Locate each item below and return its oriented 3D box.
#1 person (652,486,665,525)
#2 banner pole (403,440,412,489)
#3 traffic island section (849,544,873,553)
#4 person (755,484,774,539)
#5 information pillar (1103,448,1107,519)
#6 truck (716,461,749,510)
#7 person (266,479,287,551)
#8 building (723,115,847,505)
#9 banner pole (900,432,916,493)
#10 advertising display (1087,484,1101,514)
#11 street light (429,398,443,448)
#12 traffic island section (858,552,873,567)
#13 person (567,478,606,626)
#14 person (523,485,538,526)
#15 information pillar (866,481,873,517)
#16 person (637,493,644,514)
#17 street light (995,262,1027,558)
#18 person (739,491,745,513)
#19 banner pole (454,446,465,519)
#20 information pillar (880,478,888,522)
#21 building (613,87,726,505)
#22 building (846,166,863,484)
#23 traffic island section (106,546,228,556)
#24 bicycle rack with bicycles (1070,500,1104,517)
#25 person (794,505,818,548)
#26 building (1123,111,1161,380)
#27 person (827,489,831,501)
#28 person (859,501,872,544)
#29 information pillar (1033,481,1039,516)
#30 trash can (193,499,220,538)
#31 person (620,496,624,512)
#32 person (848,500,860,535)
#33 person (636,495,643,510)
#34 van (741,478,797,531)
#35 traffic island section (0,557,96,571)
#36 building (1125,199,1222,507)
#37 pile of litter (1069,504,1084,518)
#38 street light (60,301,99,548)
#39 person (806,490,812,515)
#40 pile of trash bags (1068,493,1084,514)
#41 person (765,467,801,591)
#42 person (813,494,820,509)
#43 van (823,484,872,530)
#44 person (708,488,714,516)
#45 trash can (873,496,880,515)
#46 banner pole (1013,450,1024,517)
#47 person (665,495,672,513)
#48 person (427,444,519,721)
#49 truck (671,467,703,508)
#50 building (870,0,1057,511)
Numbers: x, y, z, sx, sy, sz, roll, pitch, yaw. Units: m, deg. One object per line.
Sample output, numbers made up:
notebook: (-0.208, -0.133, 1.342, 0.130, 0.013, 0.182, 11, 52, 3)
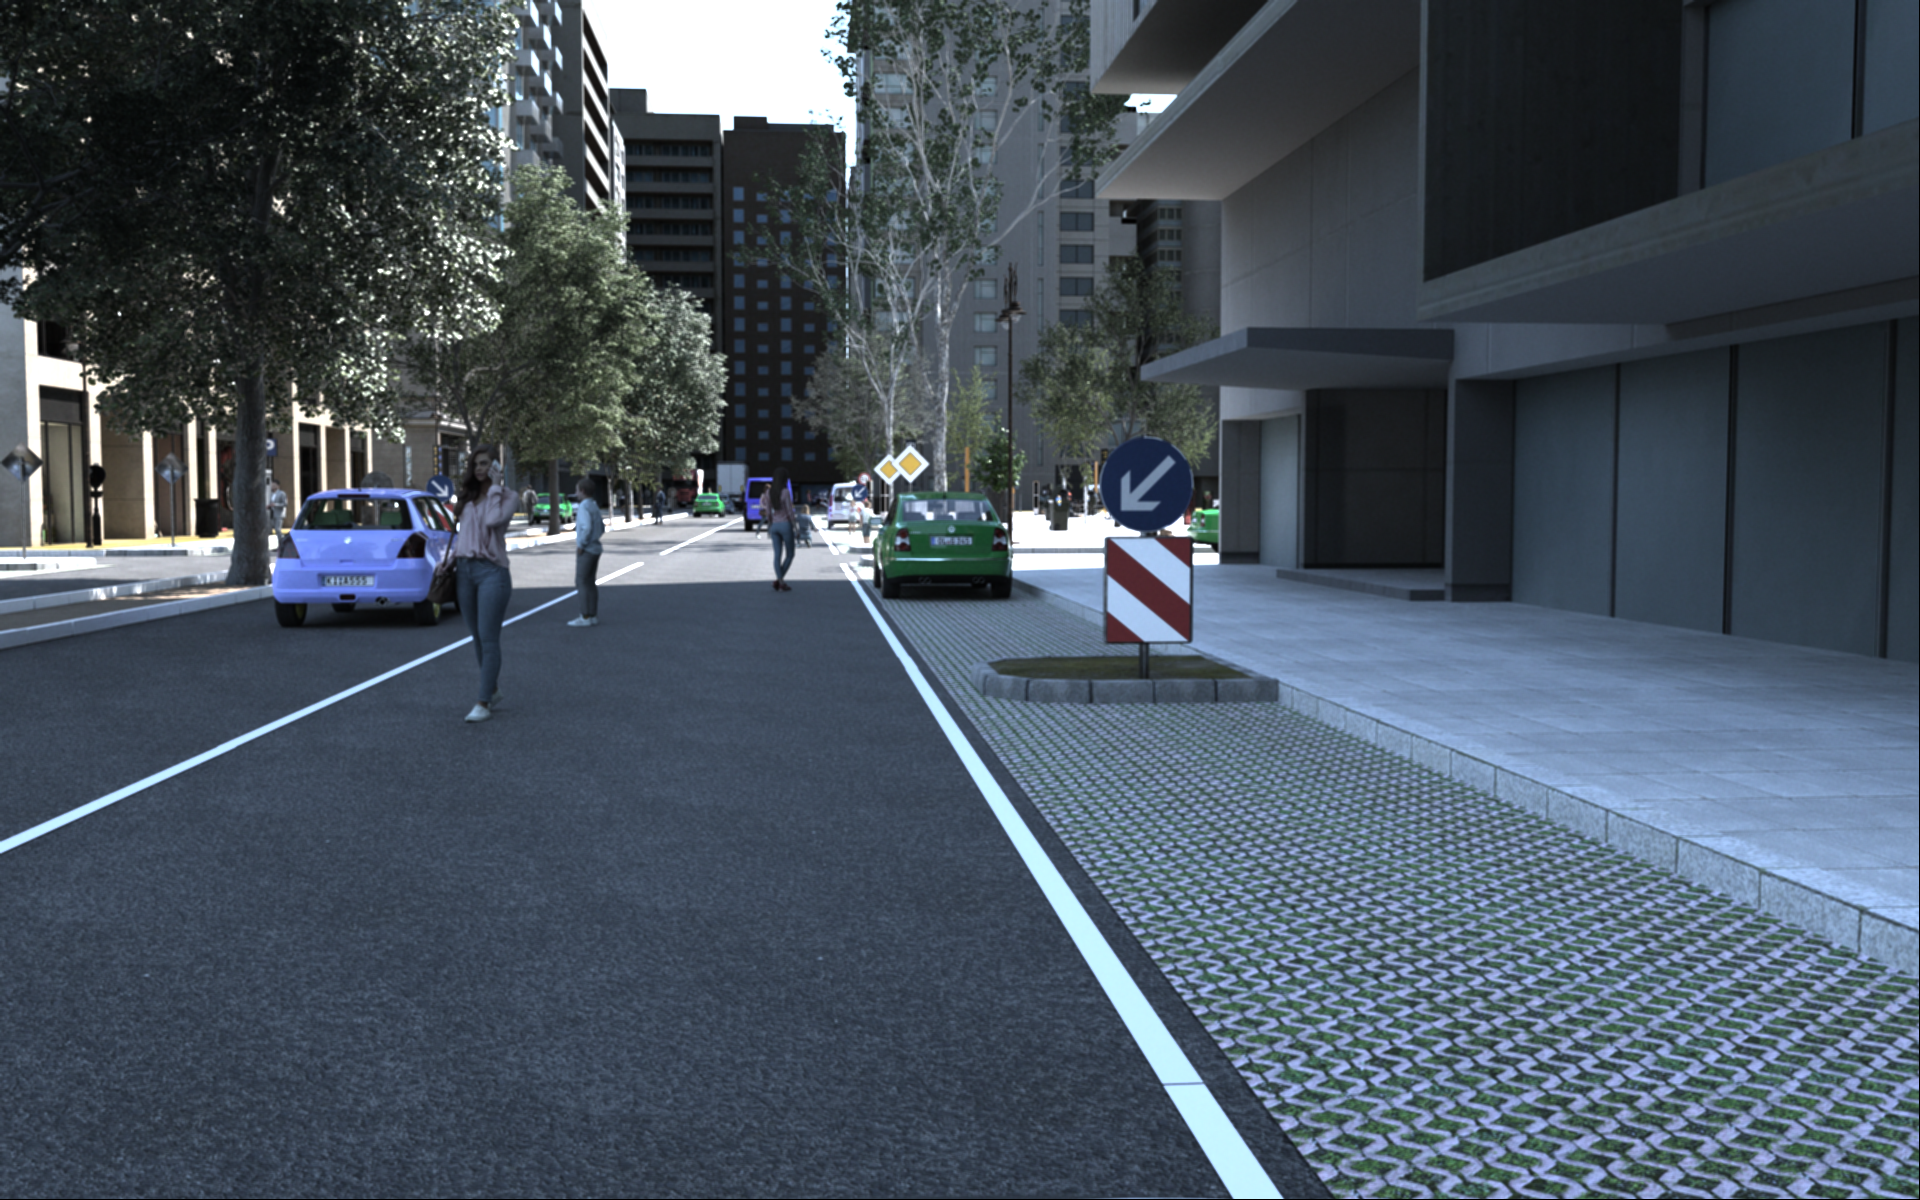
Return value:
person: (-14.103, -4.434, 81.174, 0.721, 1.800, 0.419, 3, 5, 43)
banner pole: (-25.544, -5.505, 80.028, 0.863, 3.779, 0.401, 3, 5, 43)
traffic island section: (-1.729, -1.262, 42.919, 2.009, 0.180, 2.903, 0, 4, -5)
person: (-6.289, -2.861, 55.861, 0.643, 1.750, 0.593, 3, 5, 40)
information pillar: (7.460, -5.971, 88.985, 0.183, 3.616, 0.504, 0, 4, -2)
truck: (-20.142, -10.132, 154.566, 2.839, 4.237, 11.283, 0, 4, -4)
person: (-17.198, -2.126, 43.454, 0.606, 1.804, 0.583, 2, 4, 24)
building: (-20.938, -34.163, 208.676, 14.200, 45.320, 14.600, 0, 4, -5)
banner pole: (-2.128, -4.874, 69.699, 0.863, 3.779, 0.401, -1, 4, -20)
advertising display: (8.548, -6.444, 110.574, 0.974, 1.923, 0.123, -2, 4, -32)
street light: (-24.538, -6.637, 81.307, 0.468, 5.910, 1.993, 0, 4, -5)
traffic island section: (-0.980, -0.776, 34.969, 2.009, 0.180, 2.903, 0, 4, -5)
person: (-4.094, -0.533, 19.023, 0.330, 1.601, 0.589, 1, 4, 16)
person: (-19.351, -4.248, 78.056, 0.679, 1.850, 0.850, 0, 4, -3)
information pillar: (-4.928, -5.487, 94.206, 0.304, 2.012, 0.304, 1, 4, 17)
person: (-23.418, -7.257, 126.776, 0.705, 1.869, 1.348, -2, 4, -24)
street light: (1.006, -3.785, 34.677, 0.468, 5.910, 1.993, 0, 4, -5)
person: (-16.706, -7.533, 133.135, 0.593, 1.643, 0.415, -1, 4, -13)
banner pole: (-26.119, -6.145, 90.492, 0.863, 3.779, 0.401, 2, 4, 30)
information pillar: (-3.459, -4.598, 79.676, 0.304, 2.012, 0.304, 2, 4, 34)
building: (-39.088, -35.884, 210.399, 21.600, 48.544, 21.300, 0, 4, -5)
building: (-6.512, -32.162, 209.446, 14.086, 41.232, 14.154, 0, 4, -5)
traffic island section: (-18.796, -1.165, 41.323, 2.009, 0.180, 2.903, 0, 4, -5)
bicycle rack with bicycles: (6.984, -5.250, 99.225, 2.852, 0.926, 2.925, 2, 4, 28)
person: (-4.298, -1.989, 46.511, 1.012, 1.151, 0.738, -1, 4, -10)
building: (29.353, -36.559, 217.343, 30.456, 49.044, 23.786, 0, 4, -5)
person: (-10.556, -8.044, 140.028, 0.705, 1.823, 1.348, -1, 4, -21)
person: (-2.499, -1.993, 45.776, 0.332, 1.250, 0.352, 1, 4, 14)
information pillar: (4.425, -5.894, 100.860, 0.304, 2.012, 0.304, 0, 4, 2)
trash can: (-22.108, -2.397, 50.850, 0.748, 1.137, 0.748, 0, 3, 0)
person: (-26.362, -7.596, 135.887, 0.628, 1.438, 0.799, 0, 4, 1)
person: (-3.642, -2.837, 59.906, 0.505, 1.210, 0.382, 1, 4, 17)
person: (-28.613, -8.924, 154.280, 0.709, 1.838, 0.599, 1, 4, 16)
van: (-7.548, -3.920, 68.476, 2.240, 2.365, 5.245, 0, 4, -6)
traffic island section: (-18.047, -0.678, 33.373, 2.009, 0.180, 2.903, 0, 4, -5)
building: (29.798, -29.840, 179.766, 23.993, 40.220, 32.217, 0, 4, -5)
pile of litter: (6.135, -4.878, 93.724, 1.176, 0.858, 1.719, 0, 4, -1)
street light: (-20.816, -4.187, 41.244, 0.468, 5.910, 1.993, 0, 4, -5)
person: (-10.472, -6.842, 121.083, 0.721, 1.743, 1.217, 0, 4, 2)
pile of trash bags: (7.544, -6.452, 115.235, 1.912, 1.369, 3.447, -1, 4, -13)
person: (-2.610, -1.046, 25.610, 0.555, 1.821, 0.388, 1, 4, 21)
person: (-12.463, -8.496, 150.640, 0.697, 1.427, 0.421, 2, 4, 35)
van: (-4.583, -3.896, 70.715, 2.013, 2.044, 4.112, 0, 4, -5)
person: (-16.082, -6.317, 111.556, 0.659, 1.850, 0.755, 1, 4, 10)
trash can: (-4.895, -5.650, 104.027, 0.748, 1.137, 0.748, 0, 3, 0)
banner pole: (3.267, -6.576, 97.529, 0.401, 3.779, 0.863, 3, 4, 38)
person: (-22.179, -7.502, 131.873, 0.721, 1.735, 1.217, 2, 4, 26)
person: (-3.058, -0.125, 11.138, 0.593, 1.750, 0.643, 1, 4, 22)
truck: (-28.915, -11.939, 184.119, 2.839, 4.237, 11.283, 0, 4, -4)
building: (-0.131, -27.762, 137.505, 14.154, 41.232, 14.086, 0, 4, -5)
